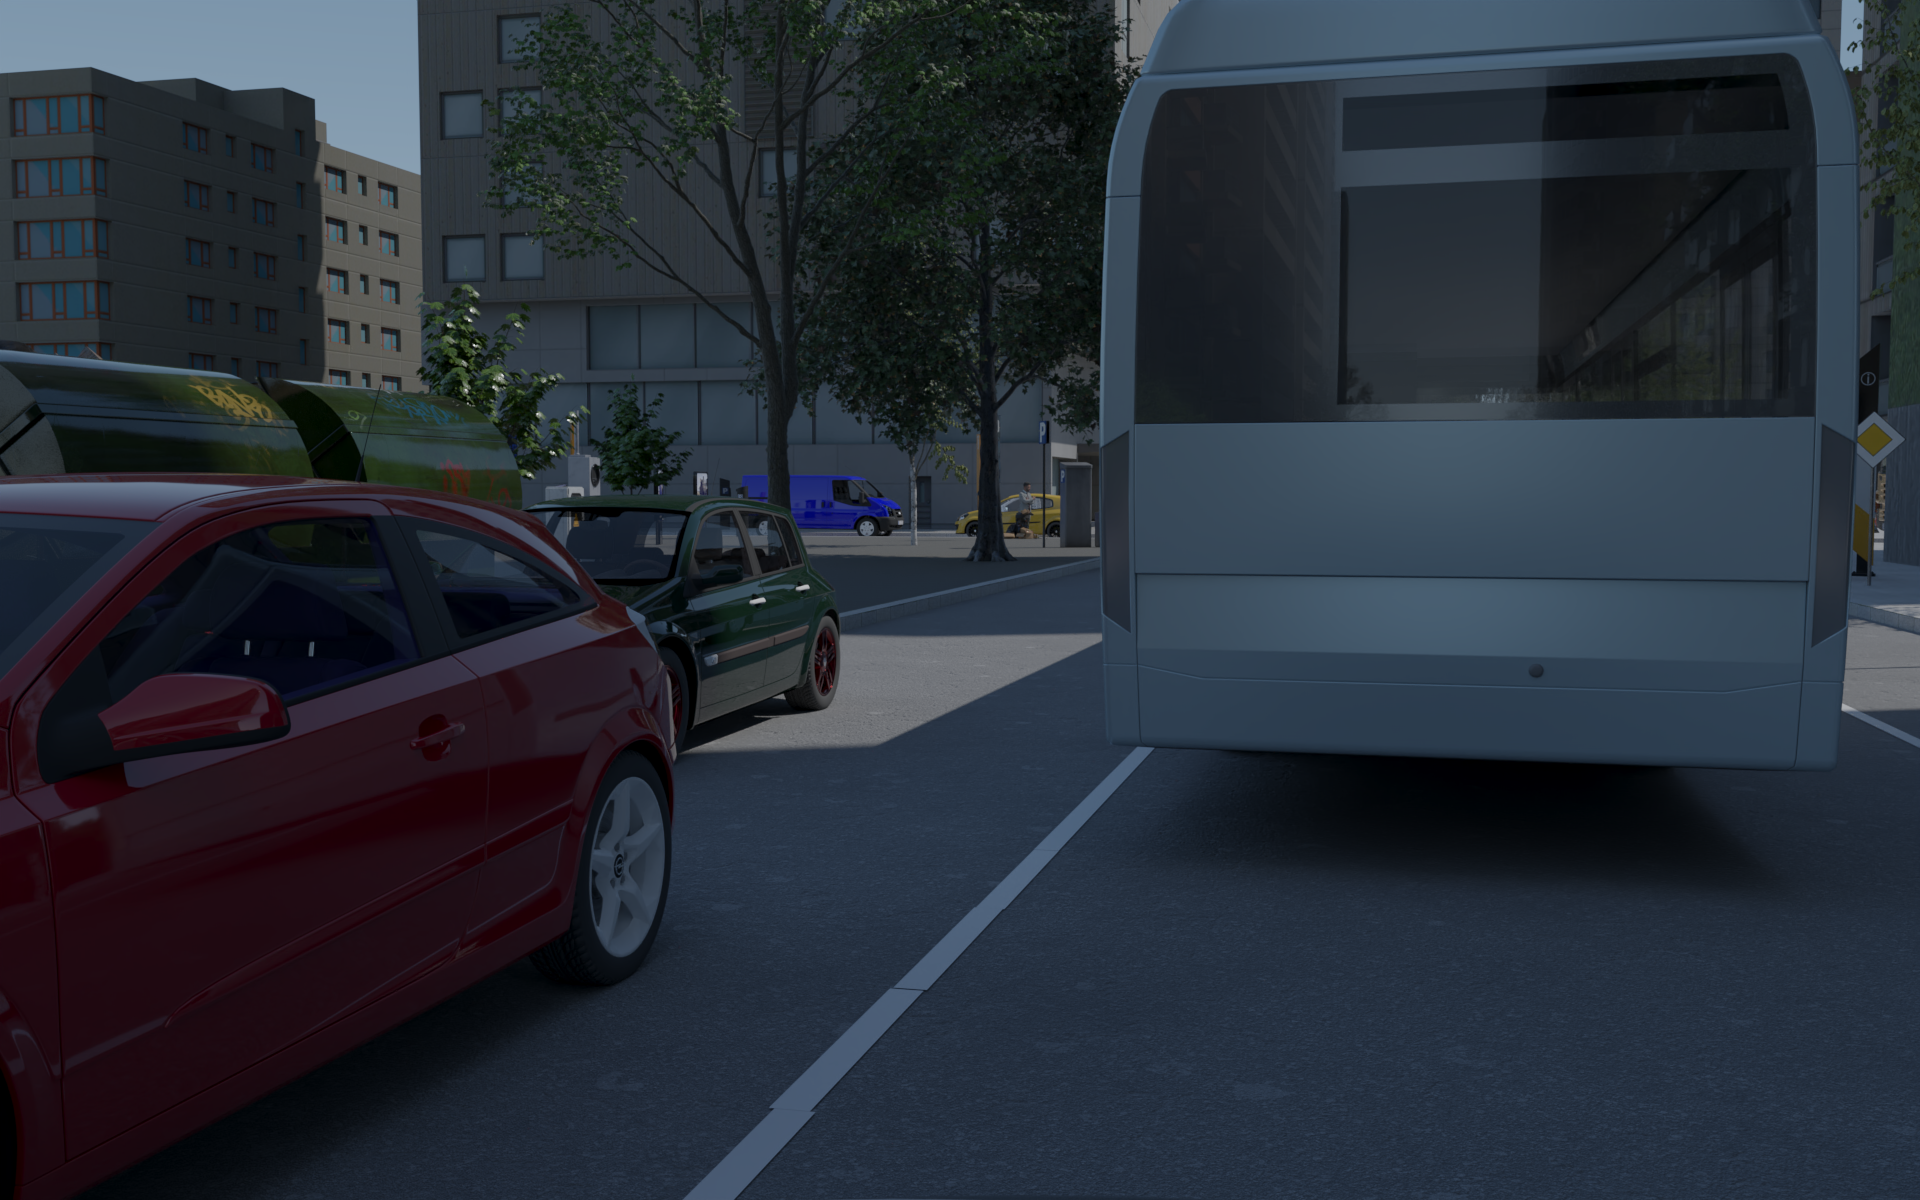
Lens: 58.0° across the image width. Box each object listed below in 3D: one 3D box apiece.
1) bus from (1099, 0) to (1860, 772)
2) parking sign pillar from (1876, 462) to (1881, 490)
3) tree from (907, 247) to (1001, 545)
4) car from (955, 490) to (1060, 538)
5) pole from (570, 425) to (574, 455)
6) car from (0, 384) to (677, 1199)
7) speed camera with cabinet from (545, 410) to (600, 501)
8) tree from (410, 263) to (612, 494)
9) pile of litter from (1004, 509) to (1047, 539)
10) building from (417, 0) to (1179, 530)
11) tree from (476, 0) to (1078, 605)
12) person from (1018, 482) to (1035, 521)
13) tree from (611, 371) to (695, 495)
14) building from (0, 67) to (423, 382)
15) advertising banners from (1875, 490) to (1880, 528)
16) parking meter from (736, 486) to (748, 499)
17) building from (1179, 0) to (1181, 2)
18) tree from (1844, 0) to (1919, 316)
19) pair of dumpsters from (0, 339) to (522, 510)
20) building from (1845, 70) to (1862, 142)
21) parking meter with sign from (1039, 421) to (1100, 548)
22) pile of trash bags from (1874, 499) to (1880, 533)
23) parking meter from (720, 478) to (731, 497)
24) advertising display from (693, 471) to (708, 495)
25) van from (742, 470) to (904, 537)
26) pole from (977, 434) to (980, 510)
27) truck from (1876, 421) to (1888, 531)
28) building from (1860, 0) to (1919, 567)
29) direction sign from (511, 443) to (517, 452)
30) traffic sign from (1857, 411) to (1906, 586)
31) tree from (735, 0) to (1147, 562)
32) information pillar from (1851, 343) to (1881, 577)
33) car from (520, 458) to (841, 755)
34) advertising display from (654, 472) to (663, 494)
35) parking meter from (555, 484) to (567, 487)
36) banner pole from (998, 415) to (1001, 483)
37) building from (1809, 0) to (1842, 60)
[{"bbox_3d":[3.444,-1.078,12.481,2.948,3.499,13.247,1,4,15],"label":"bus"},{"bbox_3d":[48.478,-6.355,92.370,1.447,3.967,1.447,1,4,20],"label":"parking sign pillar"},{"bbox_3d":[-0.967,-5.661,42.924,4.737,8.622,4.395,0,3,0],"label":"tree"},{"bbox_3d":[1.820,-2.708,54.493,3.980,1.641,2.015,1,4,14],"label":"car"},{"bbox_3d":[-10.887,-3.367,48.893,0.158,3.312,0.155,0,3,0],"label":"pole"},{"bbox_3d":[-2.161,0.316,3.877,2.155,1.783,4.494,1,4,14],"label":"car"},{"bbox_3d":[-9.000,-2.813,40.336,0.660,3.252,2.038,1,4,9],"label":"speed camera with cabinet"},{"bbox_3d":[-4.187,-1.216,14.477,1.663,3.219,1.824,0,3,0],"label":"tree"},{"bbox_3d":[1.701,-2.191,49.793,1.176,0.858,1.719,-3,5,-39],"label":"pile of litter"},{"bbox_3d":[-4.537,-29.696,74.763,28.713,52.752,27.495,1,4,14],"label":"building"},{"bbox_3d":[-2.132,-5.761,19.946,9.928,11.665,9.643,0,3,0],"label":"tree"},{"bbox_3d":[2.032,-2.664,52.234,0.466,1.800,0.511,1,4,22],"label":"person"},{"bbox_3d":[-5.199,-2.002,27.337,1.663,3.219,1.824,0,3,0],"label":"tree"},{"bbox_3d":[-45.766,-14.815,87.272,28.899,21.520,27.650,1,4,14],"label":"building"},{"bbox_3d":[34.812,-4.255,65.764,0.090,3.025,2.074,-3,5,-42],"label":"advertising banners"},{"bbox_3d":[-6.579,-2.686,52.321,0.372,1.533,0.369,0,3,0],"label":"parking meter"},{"bbox_3d":[9.228,-28.038,113.047,22.147,44.769,28.867,1,4,14],"label":"building"},{"bbox_3d":[12.239,-4.280,20.334,4.737,8.622,4.395,0,3,0],"label":"tree"},{"bbox_3d":[-4.311,-0.471,10.200,1.574,2.255,4.437,1,4,14],"label":"pair of dumpsters"},{"bbox_3d":[91.796,-32.428,180.311,14.200,45.320,14.600,1,4,14],"label":"building"},{"bbox_3d":[2.799,-2.769,41.529,1.738,3.016,0.543,-1,4,-16],"label":"parking meter with sign"},{"bbox_3d":[29.633,-2.928,57.631,3.447,1.369,1.912,-3,5,-44],"label":"pile of trash bags"},{"bbox_3d":[-8.455,-3.469,62.430,0.399,1.863,0.255,-1,4,-12],"label":"parking meter"},{"bbox_3d":[-7.453,-2.727,49.798,0.123,1.923,0.974,1,4,11],"label":"advertising display"},{"bbox_3d":[-4.432,-3.157,55.996,5.245,2.365,2.240,1,4,14],"label":"van"},{"bbox_3d":[0.673,-3.985,59.005,0.158,3.312,0.155,0,3,0],"label":"pole"},{"bbox_3d":[30.473,-3.543,46.834,11.283,4.237,2.839,1,4,12],"label":"truck"},{"bbox_3d":[24.726,-21.281,31.542,14.154,41.232,14.086,1,4,14],"label":"building"},{"bbox_3d":[-16.196,-4.263,61.692,0.876,3.537,0.379,-1,4,-19],"label":"direction sign"},{"bbox_3d":[12.726,-1.406,24.179,0.795,2.450,0.064,1,4,23],"label":"traffic sign"},{"bbox_3d":[0.461,-7.093,32.978,9.611,12.733,9.660,0,3,0],"label":"tree"},{"bbox_3d":[14.035,-2.179,26.988,0.504,3.616,0.183,2,4,32],"label":"information pillar"},{"bbox_3d":[-2.039,-0.035,10.360,2.009,1.686,4.222,1,4,14],"label":"car"},{"bbox_3d":[-7.650,-2.371,43.986,0.123,1.923,0.974,0,4,-2],"label":"advertising display"},{"bbox_3d":[-10.058,-2.148,43.539,0.372,1.533,0.369,0,3,0],"label":"parking meter"},{"bbox_3d":[0.861,-3.544,47.956,0.401,3.779,0.863,3,5,42],"label":"banner pole"},{"bbox_3d":[53.574,-42.440,132.139,20.563,71.187,20.611,1,4,14],"label":"building"}]
